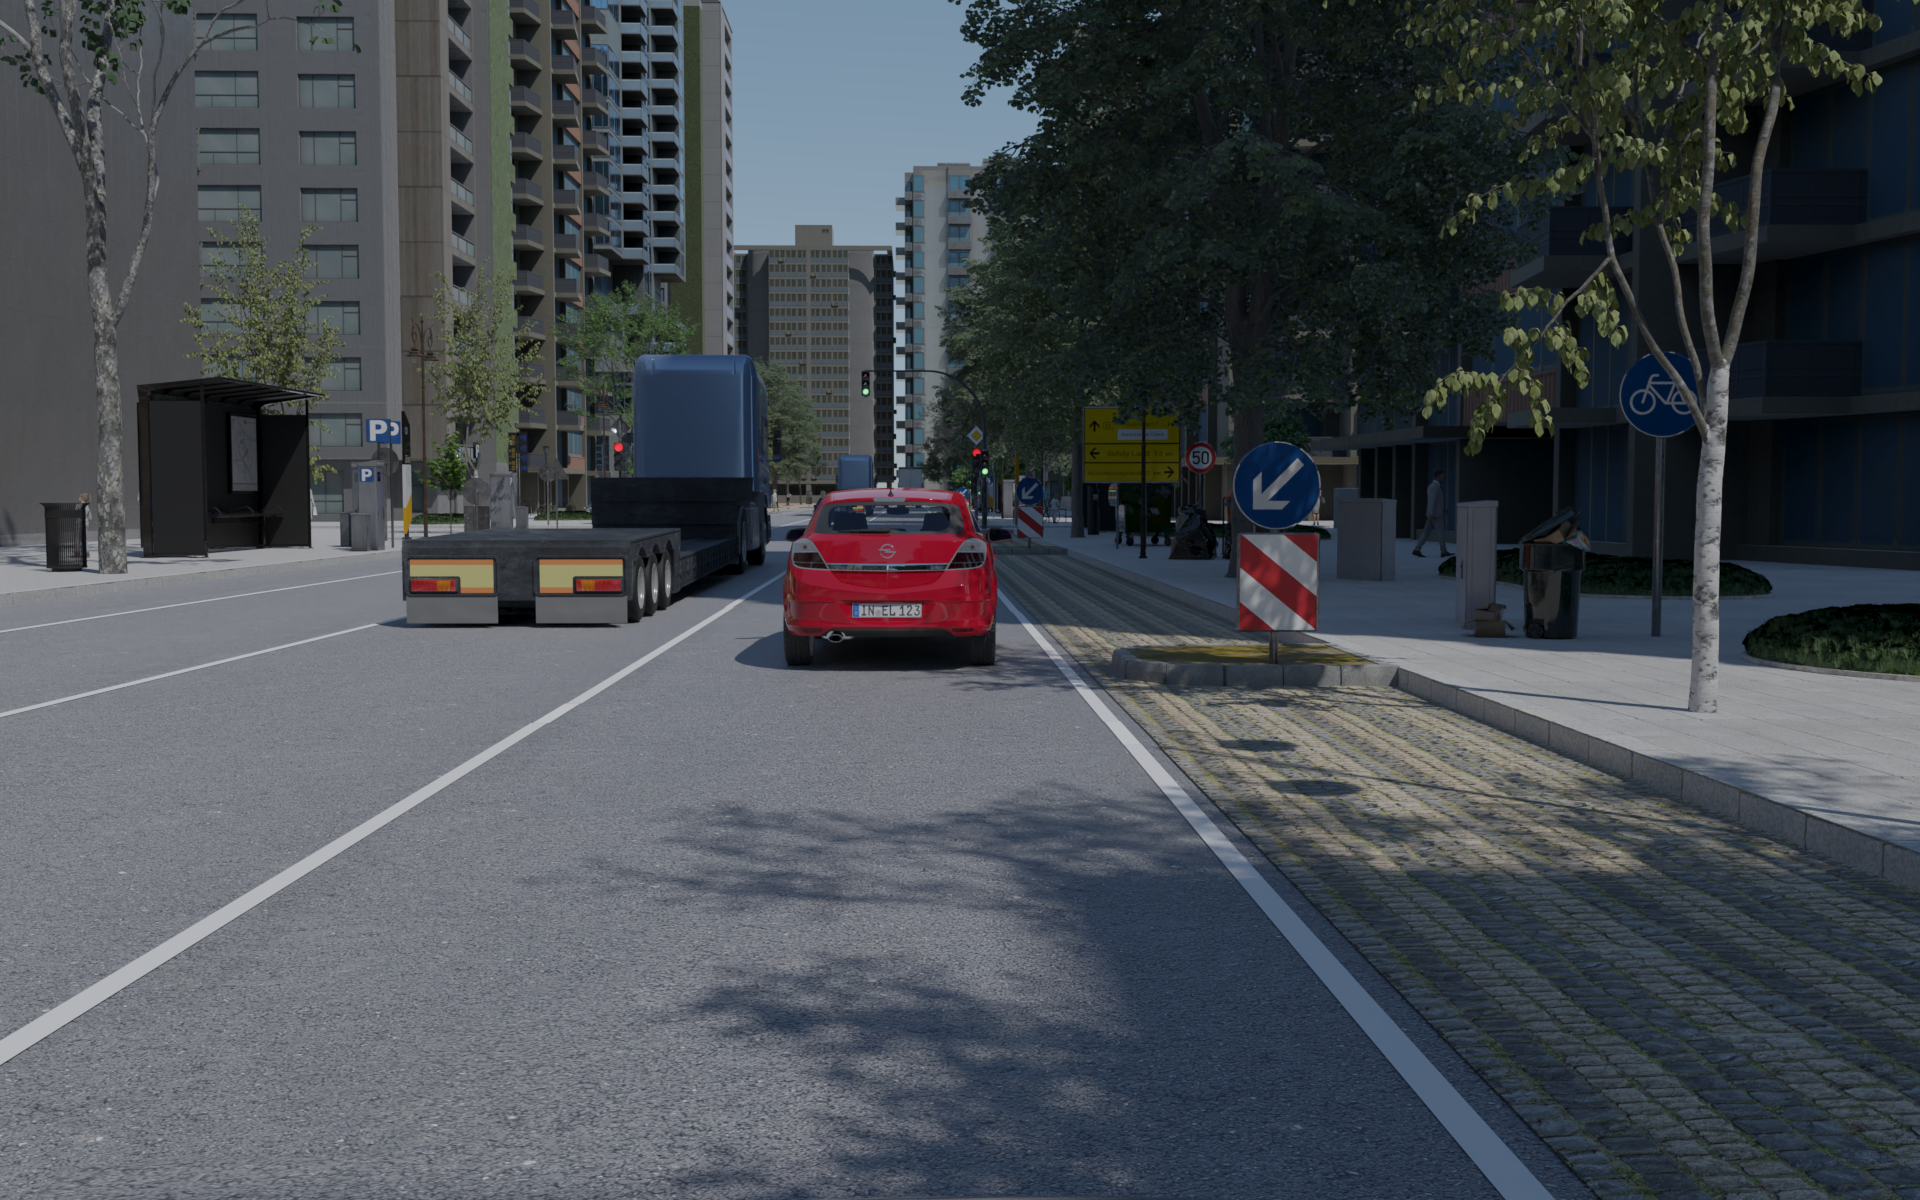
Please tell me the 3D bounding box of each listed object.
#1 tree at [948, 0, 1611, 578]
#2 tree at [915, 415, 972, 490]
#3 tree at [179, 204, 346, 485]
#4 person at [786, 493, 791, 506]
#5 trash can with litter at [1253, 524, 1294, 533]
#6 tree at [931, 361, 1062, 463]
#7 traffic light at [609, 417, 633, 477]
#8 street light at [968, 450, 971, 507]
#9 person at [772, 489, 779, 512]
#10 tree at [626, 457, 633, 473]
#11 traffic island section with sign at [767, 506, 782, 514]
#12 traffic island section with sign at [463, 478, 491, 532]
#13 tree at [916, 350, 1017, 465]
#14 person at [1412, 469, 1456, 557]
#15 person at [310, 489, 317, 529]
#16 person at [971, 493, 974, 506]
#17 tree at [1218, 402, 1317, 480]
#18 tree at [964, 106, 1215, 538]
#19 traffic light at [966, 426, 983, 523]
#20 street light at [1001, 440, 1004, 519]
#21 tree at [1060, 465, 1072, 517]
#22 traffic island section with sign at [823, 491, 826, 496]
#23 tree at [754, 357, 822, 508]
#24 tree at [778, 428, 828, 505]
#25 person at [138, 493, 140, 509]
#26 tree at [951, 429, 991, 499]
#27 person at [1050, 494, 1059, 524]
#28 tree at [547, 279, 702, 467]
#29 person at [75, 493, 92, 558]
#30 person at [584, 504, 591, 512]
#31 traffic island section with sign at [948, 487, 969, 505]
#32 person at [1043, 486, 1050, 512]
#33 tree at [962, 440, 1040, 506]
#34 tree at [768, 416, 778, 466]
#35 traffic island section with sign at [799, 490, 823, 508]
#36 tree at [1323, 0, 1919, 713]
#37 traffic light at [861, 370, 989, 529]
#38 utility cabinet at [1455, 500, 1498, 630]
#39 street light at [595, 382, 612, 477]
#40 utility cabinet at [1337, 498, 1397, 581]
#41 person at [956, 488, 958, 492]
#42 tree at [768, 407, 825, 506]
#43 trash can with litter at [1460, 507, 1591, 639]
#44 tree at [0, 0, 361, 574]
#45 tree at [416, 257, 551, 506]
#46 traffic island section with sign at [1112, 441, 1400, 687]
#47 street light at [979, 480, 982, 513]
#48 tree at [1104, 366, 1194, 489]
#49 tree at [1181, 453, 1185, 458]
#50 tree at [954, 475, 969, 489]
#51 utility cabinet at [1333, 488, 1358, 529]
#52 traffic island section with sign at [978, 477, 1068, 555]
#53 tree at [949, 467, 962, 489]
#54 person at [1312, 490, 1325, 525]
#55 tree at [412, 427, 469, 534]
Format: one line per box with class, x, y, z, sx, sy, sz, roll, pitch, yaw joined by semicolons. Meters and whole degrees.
tree;4.534;-7.309;26.164;9.857;13.997;8.962;0;3;0
tree;-0.821;-18.769;223.883;9.611;12.733;9.660;0;3;0
tree;-17.455;-5.726;43.977;4.737;8.622;4.395;0;3;0
person;-18.244;-10.719;184.479;0.799;1.438;0.628;3;5;40
trash can with litter;4.463;-0.809;24.613;0.624;1.170;1.055;1;4;8
tree;2.718;-10.551;106.918;8.767;10.594;7.601;-1;4;-17
traffic light;-12.383;-4.544;63.217;0.839;4.253;0.868;0;4;-2
street light;0.794;-10.608;146.234;0.468;5.910;1.993;0;4;-2
person;-14.692;-7.895;137.801;0.641;1.798;0.478;0;4;-5
tree;-23.925;-9.146;133.248;4.285;4.588;4.351;0;3;0
traffic island section with sign;-13.689;-6.994;122.985;1.989;1.847;2.006;0;4;-2
traffic island section with sign;-11.499;-1.976;40.929;1.989;1.847;2.006;0;4;-2
tree;1.633;-13.888;137.440;12.009;13.543;11.850;0;3;0
person;9.596;-1.758;35.053;0.850;1.792;0.678;0;4;4
person;-23.993;-3.502;63.646;0.694;1.780;0.624;-1;4;-16
person;1.141;-8.377;143.279;0.520;1.790;0.573;1;4;23
tree;10.418;-4.585;58.675;4.285;4.588;4.351;0;3;0
tree;3.700;-8.094;50.458;7.486;12.596;7.792;0;3;0
traffic light;0.660;-5.055;71.567;0.839;4.253;0.868;0;4;-2
street light;2.221;-7.200;90.504;0.468;5.910;1.993;0;4;-2
tree;6.398;-6.231;96.477;1.663;3.219;1.824;0;3;0
traffic island section with sign;-15.751;-11.713;200.142;1.989;1.847;2.006;0;4;-2
tree;-17.033;-15.471;159.611;9.857;13.997;8.962;0;3;0
tree;-19.425;-16.708;207.587;7.601;10.594;8.767;-1;4;-9
person;-20.208;-2.218;43.140;0.563;1.720;0.643;1;4;10
tree;1.015;-13.047;163.681;4.737;8.622;4.395;0;3;0
person;4.137;-3.975;75.319;0.425;1.301;0.394;1;4;22
tree;-16.088;-9.769;85.476;9.928;11.665;9.643;0;3;0
person;-17.685;-1.498;34.820;0.394;1.301;0.425;0;4;5
person;-20.367;-5.167;96.022;1.012;1.151;0.738;-2;4;-28
traffic island section with sign;0.053;-5.361;96.273;1.989;1.847;2.006;0;4;-2
person;6.229;-7.248;124.408;0.748;1.841;0.638;-3;5;-43
tree;3.253;-7.100;99.805;4.285;4.588;4.351;0;3;0
tree;-17.605;-12.273;151.023;4.737;8.622;4.395;0;3;0
traffic island section with sign;-15.028;-10.065;173.196;1.989;1.847;2.006;0;4;-2
tree;4.333;-3.659;10.183;4.737;8.622;4.395;0;3;0
traffic light;-1.216;-5.426;63.388;4.771;5.953;1.251;0;4;-2
utility cabinet;5.001;-0.346;16.823;0.306;1.237;1.020;1;4;11
street light;-14.663;-6.031;71.388;0.468;5.910;1.993;0;4;-2
utility cabinet;6.086;-0.904;25.940;0.306;1.237;1.020;-2;4;-27
person;-0.139;-6.915;121.586;0.581;1.822;0.654;2;4;31
tree;-18.851;-16.186;190.400;9.928;11.665;9.643;0;3;0
trash can with litter;5.032;-0.248;15.440;1.055;1.170;0.624;1;4;12
tree;-14.209;-10.402;25.959;12.611;20.169;13.585;0;3;0
tree;-15.258;-6.388;54.805;4.737;8.622;4.395;0;3;0
traffic island section with sign;2.249;-0.314;13.756;1.989;1.847;2.006;0;4;-2
street light;1.407;-8.895;118.216;0.468;5.910;1.993;0;4;-2
tree;8.195;-7.593;74.501;4.737;8.622;4.395;0;3;0
tree;12.247;-7.417;104.979;4.285;4.588;4.351;0;3;0
tree;0.469;-10.744;170.263;1.663;3.219;1.824;0;3;0
utility cabinet;14.289;-3.348;63.425;1.173;1.500;0.318;1;4;15
traffic island section with sign;1.512;-2.007;41.442;1.989;1.847;2.006;0;4;-2
tree;0.503;-12.587;189.502;4.285;4.588;4.351;0;3;0
person;14.685;-3.977;71.427;0.716;1.782;0.532;-1;4;-10
tree;-14.765;-3.408;50.315;1.663;3.219;1.824;0;3;0
